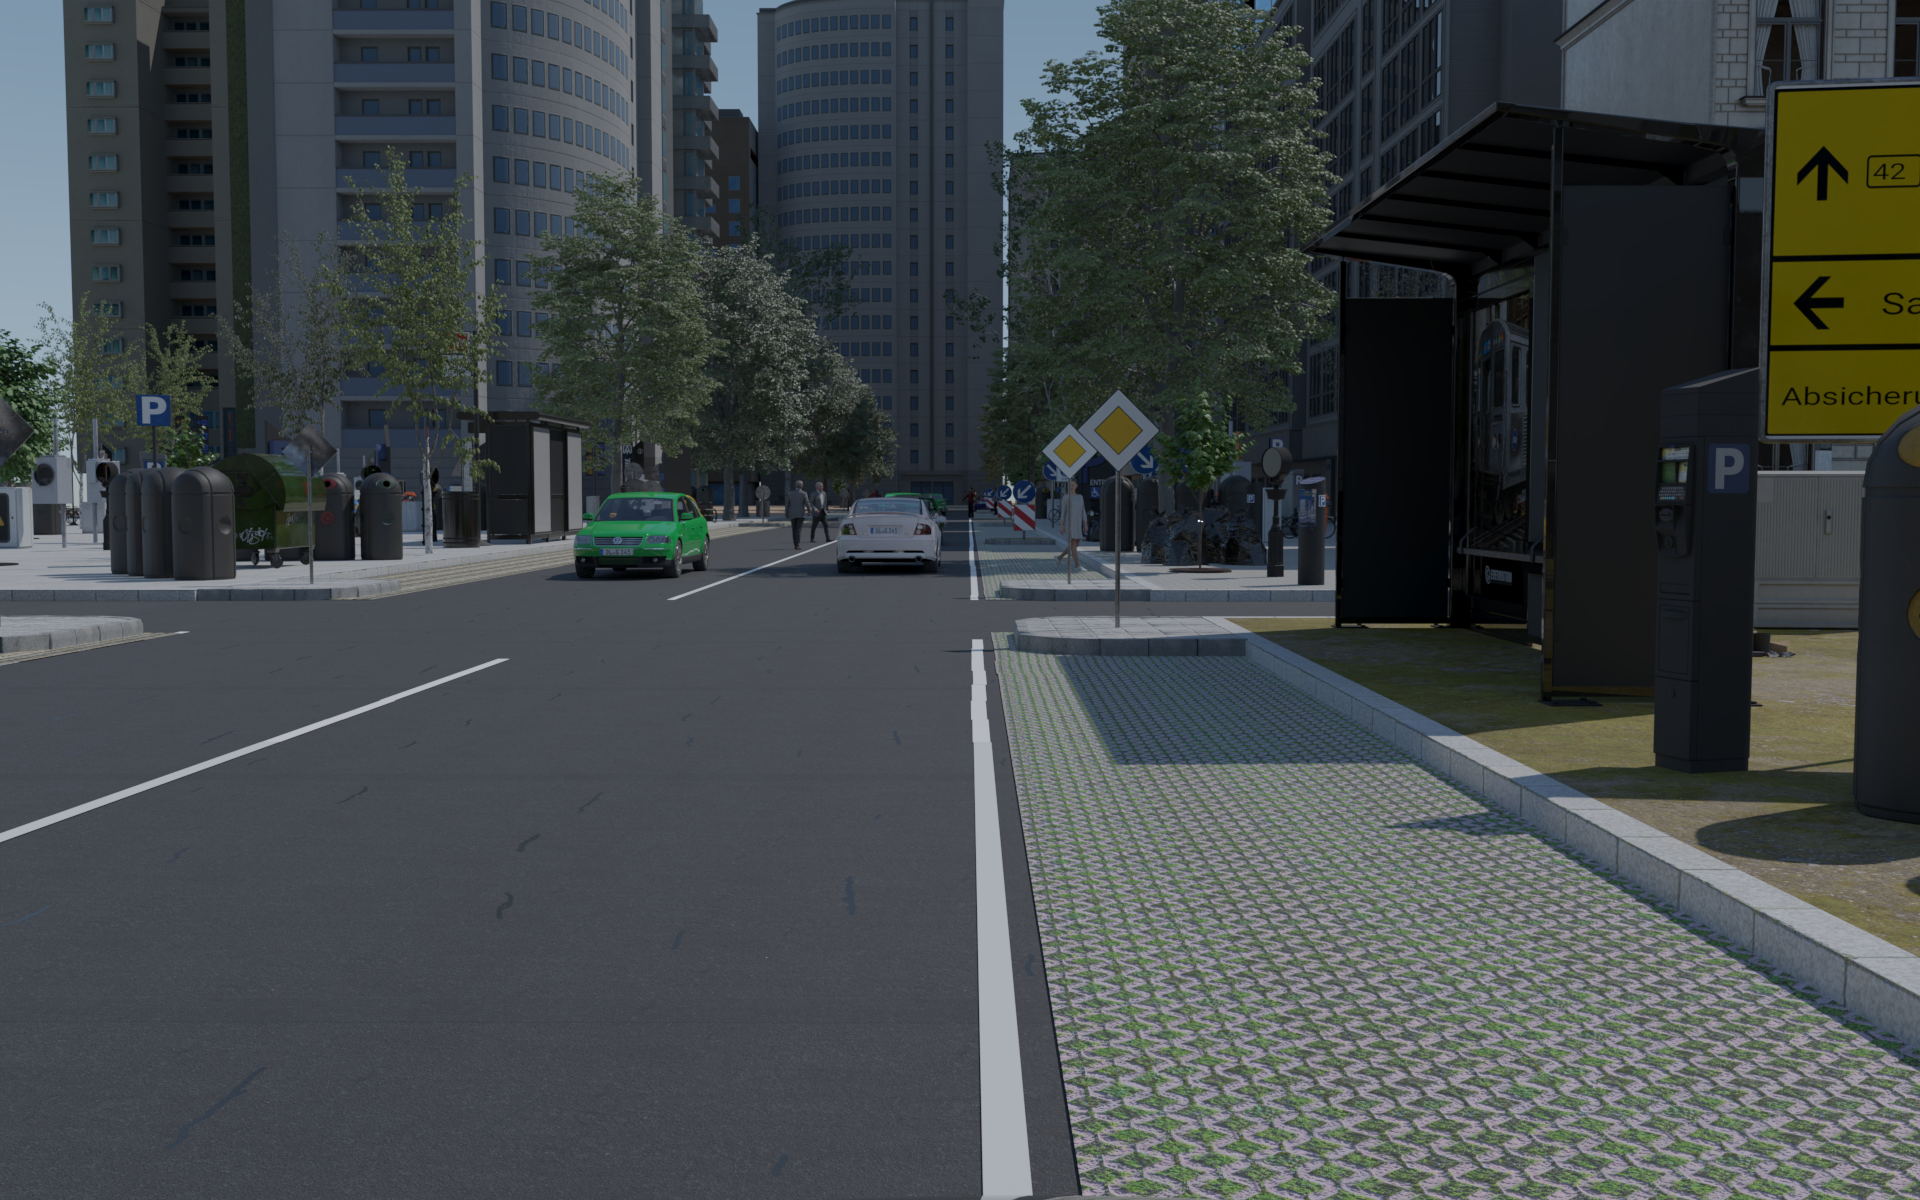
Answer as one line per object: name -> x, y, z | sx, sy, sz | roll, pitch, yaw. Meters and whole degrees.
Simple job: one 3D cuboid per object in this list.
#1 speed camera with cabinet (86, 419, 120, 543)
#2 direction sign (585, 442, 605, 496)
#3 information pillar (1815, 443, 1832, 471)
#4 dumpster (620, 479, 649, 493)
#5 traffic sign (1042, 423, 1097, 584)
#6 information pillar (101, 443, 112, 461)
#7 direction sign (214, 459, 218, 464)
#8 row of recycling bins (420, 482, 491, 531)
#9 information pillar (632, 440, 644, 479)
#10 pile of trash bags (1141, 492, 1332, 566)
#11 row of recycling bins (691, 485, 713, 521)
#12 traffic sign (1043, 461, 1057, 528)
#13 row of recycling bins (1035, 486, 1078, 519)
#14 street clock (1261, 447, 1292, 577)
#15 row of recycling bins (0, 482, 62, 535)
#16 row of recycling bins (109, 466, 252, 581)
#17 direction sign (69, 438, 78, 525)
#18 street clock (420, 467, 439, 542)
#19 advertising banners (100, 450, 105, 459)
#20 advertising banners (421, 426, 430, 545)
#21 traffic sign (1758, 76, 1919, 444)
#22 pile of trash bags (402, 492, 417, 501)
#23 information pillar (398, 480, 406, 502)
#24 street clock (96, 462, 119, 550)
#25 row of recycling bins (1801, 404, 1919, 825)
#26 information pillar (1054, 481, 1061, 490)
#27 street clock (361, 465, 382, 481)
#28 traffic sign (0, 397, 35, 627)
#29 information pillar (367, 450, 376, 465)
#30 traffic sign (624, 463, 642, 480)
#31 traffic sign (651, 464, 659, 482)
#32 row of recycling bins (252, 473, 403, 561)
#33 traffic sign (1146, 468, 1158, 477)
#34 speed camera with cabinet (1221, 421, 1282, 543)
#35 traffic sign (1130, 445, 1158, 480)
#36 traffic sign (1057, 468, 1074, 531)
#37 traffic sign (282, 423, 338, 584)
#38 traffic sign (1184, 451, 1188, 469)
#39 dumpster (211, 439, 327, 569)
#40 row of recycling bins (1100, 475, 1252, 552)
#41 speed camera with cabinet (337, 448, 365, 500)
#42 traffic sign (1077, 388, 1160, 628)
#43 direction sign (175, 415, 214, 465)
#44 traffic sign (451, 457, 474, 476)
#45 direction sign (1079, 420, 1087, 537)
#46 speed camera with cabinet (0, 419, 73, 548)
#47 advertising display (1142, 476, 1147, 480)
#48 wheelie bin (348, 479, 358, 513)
speed camera with cabinet -> -21.965, -3.113, 45.228 | 2.038, 3.252, 0.660 | 2, 4, 32
direction sign -> -15.824, -5.088, 75.191 | 0.876, 3.537, 0.379 | 0, 4, 7
information pillar -> 16.484, -2.552, 33.088 | 0.504, 3.616, 0.183 | -3, 4, -37
dumpster -> -12.474, -3.770, 67.392 | 1.264, 1.857, 1.865 | 0, 4, 0
traffic sign -> 1.550, -1.280, 24.567 | 0.795, 2.450, 0.064 | 0, 4, 0
information pillar -> -39.544, -5.441, 80.310 | 0.183, 3.616, 0.504 | 2, 4, 32
direction sign -> -42.726, -6.529, 98.740 | 0.876, 3.537, 0.379 | 0, 4, -4
row of recycling bins -> -17.416, -3.305, 61.150 | 3.534, 1.692, 1.069 | 1, 4, 14
information pillar -> -13.430, -4.958, 72.426 | 0.504, 3.616, 0.183 | 0, 4, -6
pile of trash bags -> 5.111, -1.350, 31.818 | 3.447, 1.369, 1.912 | 0, 4, -5
row of recycling bins -> -13.241, -4.580, 82.001 | 3.534, 1.692, 1.069 | 2, 4, 23
traffic sign -> 3.518, -4.000, 65.510 | 0.768, 2.556, 0.104 | 1, 4, 10
row of recycling bins -> 5.613, -5.037, 89.474 | 3.534, 1.692, 1.069 | 1, 4, 11
street clock -> 4.881, -1.356, 26.746 | 0.358, 2.002, 0.471 | -2, 4, -32
row of recycling bins -> -29.910, -2.920, 54.855 | 3.534, 1.692, 1.069 | 1, 4, 19
row of recycling bins -> -12.304, -1.211, 26.916 | 1.069, 1.692, 3.534 | -3, 5, -44
direction sign -> -36.264, -4.817, 70.752 | 0.379, 3.537, 0.876 | -2, 4, -28
street clock -> -14.177, -2.565, 46.500 | 0.358, 2.002, 0.471 | 0, 4, 8
advertising banners -> -33.596, -4.425, 68.539 | 2.074, 3.025, 0.090 | 3, 5, 43
advertising banners -> -13.600, -2.932, 44.118 | 0.090, 3.025, 2.074 | -1, 4, -12
traffic sign -> 5.102, -0.895, 8.498 | 2.265, 3.308, 0.079 | 1, 4, 9
pile of trash bags -> -22.768, -4.069, 76.282 | 3.447, 1.369, 1.912 | -1, 4, -13
information pillar -> -30.075, -5.438, 93.411 | 0.304, 2.012, 0.304 | 0, 4, 6
street clock -> -19.438, -2.138, 39.518 | 0.471, 2.002, 0.358 | 1, 4, 22
row of recycling bins -> 4.469, 0.089, 5.657 | 1.069, 1.692, 3.534 | -1, 4, -17
information pillar -> 5.393, -5.549, 95.214 | 0.304, 2.012, 0.304 | -3, 5, -40
street clock -> -14.594, -2.350, 42.998 | 0.471, 2.002, 0.358 | -3, 4, -36
traffic sign -> -9.284, -0.796, 16.656 | 0.795, 2.450, 0.064 | 0, 4, 0
information pillar -> -31.029, -6.121, 91.425 | 0.504, 3.616, 0.183 | 1, 4, 17
traffic sign -> -13.211, -4.275, 69.997 | 0.768, 2.556, 0.104 | 1, 4, 8
traffic sign -> -12.601, -4.446, 72.794 | 0.768, 2.556, 0.104 | 0, 4, 5
row of recycling bins -> -12.633, -1.615, 33.518 | 3.534, 1.692, 1.069 | -1, 4, -14
traffic sign -> 6.426, -3.539, 57.974 | 0.768, 2.556, 0.104 | 0, 4, 4
speed camera with cabinet -> 7.798, -3.184, 46.396 | 0.660, 3.252, 2.038 | -2, 4, -26
traffic sign -> 4.796, -2.745, 44.987 | 0.768, 2.556, 0.104 | 0, 4, 4
traffic sign -> 3.612, -3.502, 59.395 | 0.606, 2.300, 0.079 | 1, 4, 10
traffic sign -> -9.244, -1.284, 24.641 | 0.795, 2.450, 0.064 | 0, 4, 0
traffic sign -> 5.998, -2.770, 45.394 | 0.768, 2.556, 0.104 | 0, 4, 7
dumpster -> -12.244, -1.712, 30.483 | 1.502, 2.255, 1.985 | 0, 4, 0
row of recycling bins -> 4.789, -1.916, 38.432 | 3.534, 1.692, 1.069 | 1, 4, 22
speed camera with cabinet -> -26.719, -4.974, 75.653 | 0.660, 3.252, 2.038 | 2, 4, 29
traffic sign -> 1.510, -0.791, 16.582 | 0.795, 2.450, 0.064 | 0, 4, 0
direction sign -> -22.131, -3.547, 49.991 | 0.876, 3.537, 0.379 | -2, 4, -28
traffic sign -> -14.618, -3.127, 51.128 | 0.884, 2.594, 0.081 | 1, 4, 9
direction sign -> 3.637, -3.644, 51.578 | 0.379, 3.537, 0.876 | 1, 4, 17
speed camera with cabinet -> -22.213, -2.865, 41.172 | 2.038, 3.252, 0.660 | 1, 4, 9
advertising display -> 6.617, -3.305, 59.245 | 0.123, 1.923, 0.974 | -3, 5, -43
wheelie bin -> -13.303, -1.765, 36.772 | 0.980, 1.594, 0.693 | -2, 4, -25
